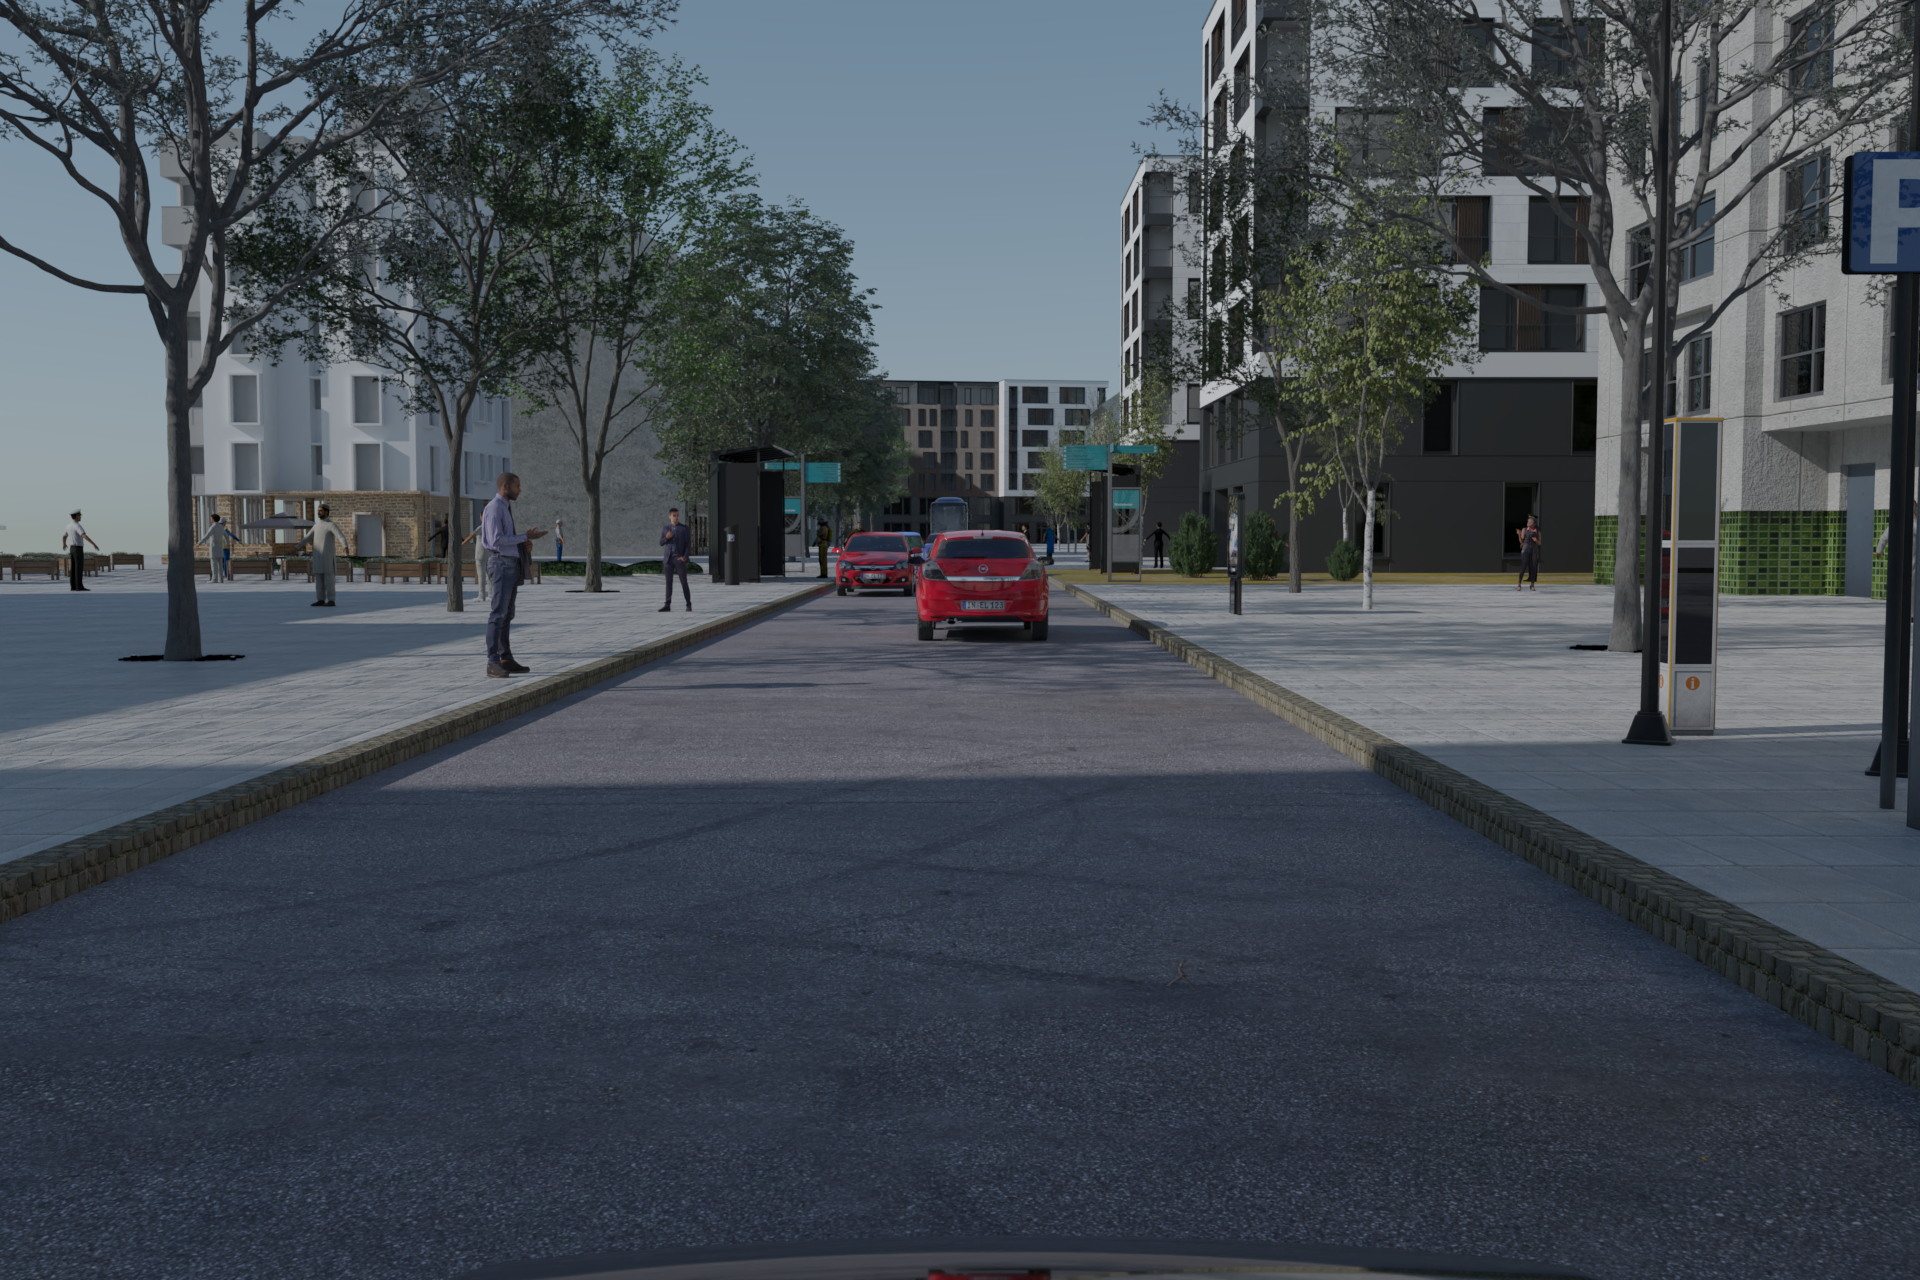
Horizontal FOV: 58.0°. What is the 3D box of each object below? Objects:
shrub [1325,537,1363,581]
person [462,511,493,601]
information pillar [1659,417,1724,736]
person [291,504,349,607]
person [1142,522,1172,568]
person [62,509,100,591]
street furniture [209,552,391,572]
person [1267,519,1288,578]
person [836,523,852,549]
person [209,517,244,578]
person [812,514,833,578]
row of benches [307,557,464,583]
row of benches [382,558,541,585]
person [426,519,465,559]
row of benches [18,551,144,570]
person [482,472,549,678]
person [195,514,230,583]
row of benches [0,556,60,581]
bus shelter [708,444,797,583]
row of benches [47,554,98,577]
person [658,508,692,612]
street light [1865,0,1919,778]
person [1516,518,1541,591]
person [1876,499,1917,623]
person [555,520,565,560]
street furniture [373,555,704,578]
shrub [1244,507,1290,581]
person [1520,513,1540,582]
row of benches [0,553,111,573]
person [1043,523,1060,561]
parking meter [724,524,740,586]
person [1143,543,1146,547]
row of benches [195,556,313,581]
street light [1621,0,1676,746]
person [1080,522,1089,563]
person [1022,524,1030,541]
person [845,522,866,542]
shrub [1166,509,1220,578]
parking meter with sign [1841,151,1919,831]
[{"bbox_3d":[10.432,-2.197,47.034,1.383,1.207,1.383,0,3,0],"label":"shrub"},{"bbox_3d":[-9.138,-1.613,33.151,0.721,1.739,1.217,2,4,34],"label":"person"},{"bbox_3d":[4.645,-0.403,11.078,0.304,2.012,0.304,0,4,1],"label":"information pillar"},{"bbox_3d":[-11.290,-1.506,30.710,1.344,1.819,0.704,2,4,26],"label":"person"},{"bbox_3d":[7.387,-3.544,64.670,1.216,1.740,0.721,-1,4,-19],"label":"person"},{"bbox_3d":[-19.857,-2.031,38.991,1.343,1.855,0.704,2,4,33],"label":"person"},{"bbox_3d":[-23.985,-2.920,63.372,5.734,0.657,10.072,1,4,13],"label":"street furniture"},{"bbox_3d":[9.144,-2.668,50.424,1.217,1.733,0.721,-3,5,-42],"label":"person"},{"bbox_3d":[-5.483,-4.737,83.580,0.705,1.813,1.348,2,4,35],"label":"person"},{"bbox_3d":[-21.690,-2.733,51.151,1.216,1.772,0.721,1,4,17],"label":"person"},{"bbox_3d":[-4.004,-2.725,50.321,0.705,1.858,1.354,1,4,11],"label":"person"},{"bbox_3d":[-15.247,-1.888,46.333,4.104,0.672,1.422,-1,4,-10],"label":"row of benches"},{"bbox_3d":[-12.674,-1.766,44.330,4.104,0.672,1.422,0,4,4],"label":"row of benches"},{"bbox_3d":[-17.698,-3.270,59.687,1.346,1.802,0.704,-1,4,-21],"label":"person"},{"bbox_3d":[-31.184,-2.806,61.333,4.104,0.672,1.422,-3,4,-38],"label":"row of benches"},{"bbox_3d":[-4.007,-0.599,15.700,0.599,1.838,0.709,0,4,-5],"label":"person"},{"bbox_3d":[-19.401,-2.381,45.118,0.705,1.806,1.347,1,4,12],"label":"person"},{"bbox_3d":[-27.014,-1.980,47.830,4.104,0.672,1.422,-1,4,-14],"label":"row of benches"},{"bbox_3d":[-5.728,-3.497,48.454,1.731,3.624,6.357,0,4,1],"label":"bus shelter"},{"bbox_3d":[-27.196,-2.296,52.995,1.422,0.672,4.104,-3,4,-38],"label":"row of benches"},{"bbox_3d":[-4.707,-1.324,28.606,0.541,1.710,0.530,1,4,21],"label":"person"},{"bbox_3d":[5.535,-2.233,9.048,1.470,5.913,1.316,0,4,1],"label":"street light"},{"bbox_3d":[12.803,-1.924,38.978,0.593,1.643,0.415,-2,4,-30],"label":"person"},{"bbox_3d":[13.737,-1.159,25.089,0.704,1.811,1.347,-1,4,-14],"label":"person"},{"bbox_3d":[-15.530,-3.758,67.293,0.705,1.847,1.347,-1,4,-20],"label":"person"},{"bbox_3d":[-13.221,-2.338,53.846,10.072,0.657,5.734,0,4,2],"label":"street furniture"},{"bbox_3d":[8.272,-2.668,48.040,1.690,2.028,1.600,0,3,0],"label":"shrub"},{"bbox_3d":[15.347,-2.482,46.518,0.705,1.837,1.347,0,4,3],"label":"person"},{"bbox_3d":[-30.456,-2.572,57.519,1.422,0.672,4.104,3,5,42],"label":"row of benches"},{"bbox_3d":[4.255,-4.610,81.506,0.704,1.817,1.347,3,4,38],"label":"person"},{"bbox_3d":[-5.696,-2.134,43.294,0.372,1.533,0.369,0,3,0],"label":"parking meter"},{"bbox_3d":[7.592,-3.913,73.248,0.599,1.433,0.991,-1,4,-21],"label":"person"},{"bbox_3d":[-19.811,-1.992,48.039,4.104,0.672,1.422,-2,4,-31],"label":"row of benches"},{"bbox_3d":[4.780,-2.319,10.462,1.470,5.913,1.316,0,4,0],"label":"street light"},{"bbox_3d":[5.814,-4.392,77.952,0.704,1.843,1.345,2,4,33],"label":"person"},{"bbox_3d":[2.362,-3.325,63.009,0.705,1.806,1.347,0,4,0],"label":"person"},{"bbox_3d":[-4.452,-4.309,76.587,1.346,1.812,0.704,-1,4,-17],"label":"person"},{"bbox_3d":[6.845,-2.844,50.914,1.690,2.028,1.600,0,3,0],"label":"shrub"},{"bbox_3d":[4.326,-0.668,7.183,0.543,3.016,1.738,0,4,1],"label":"parking meter with sign"}]
